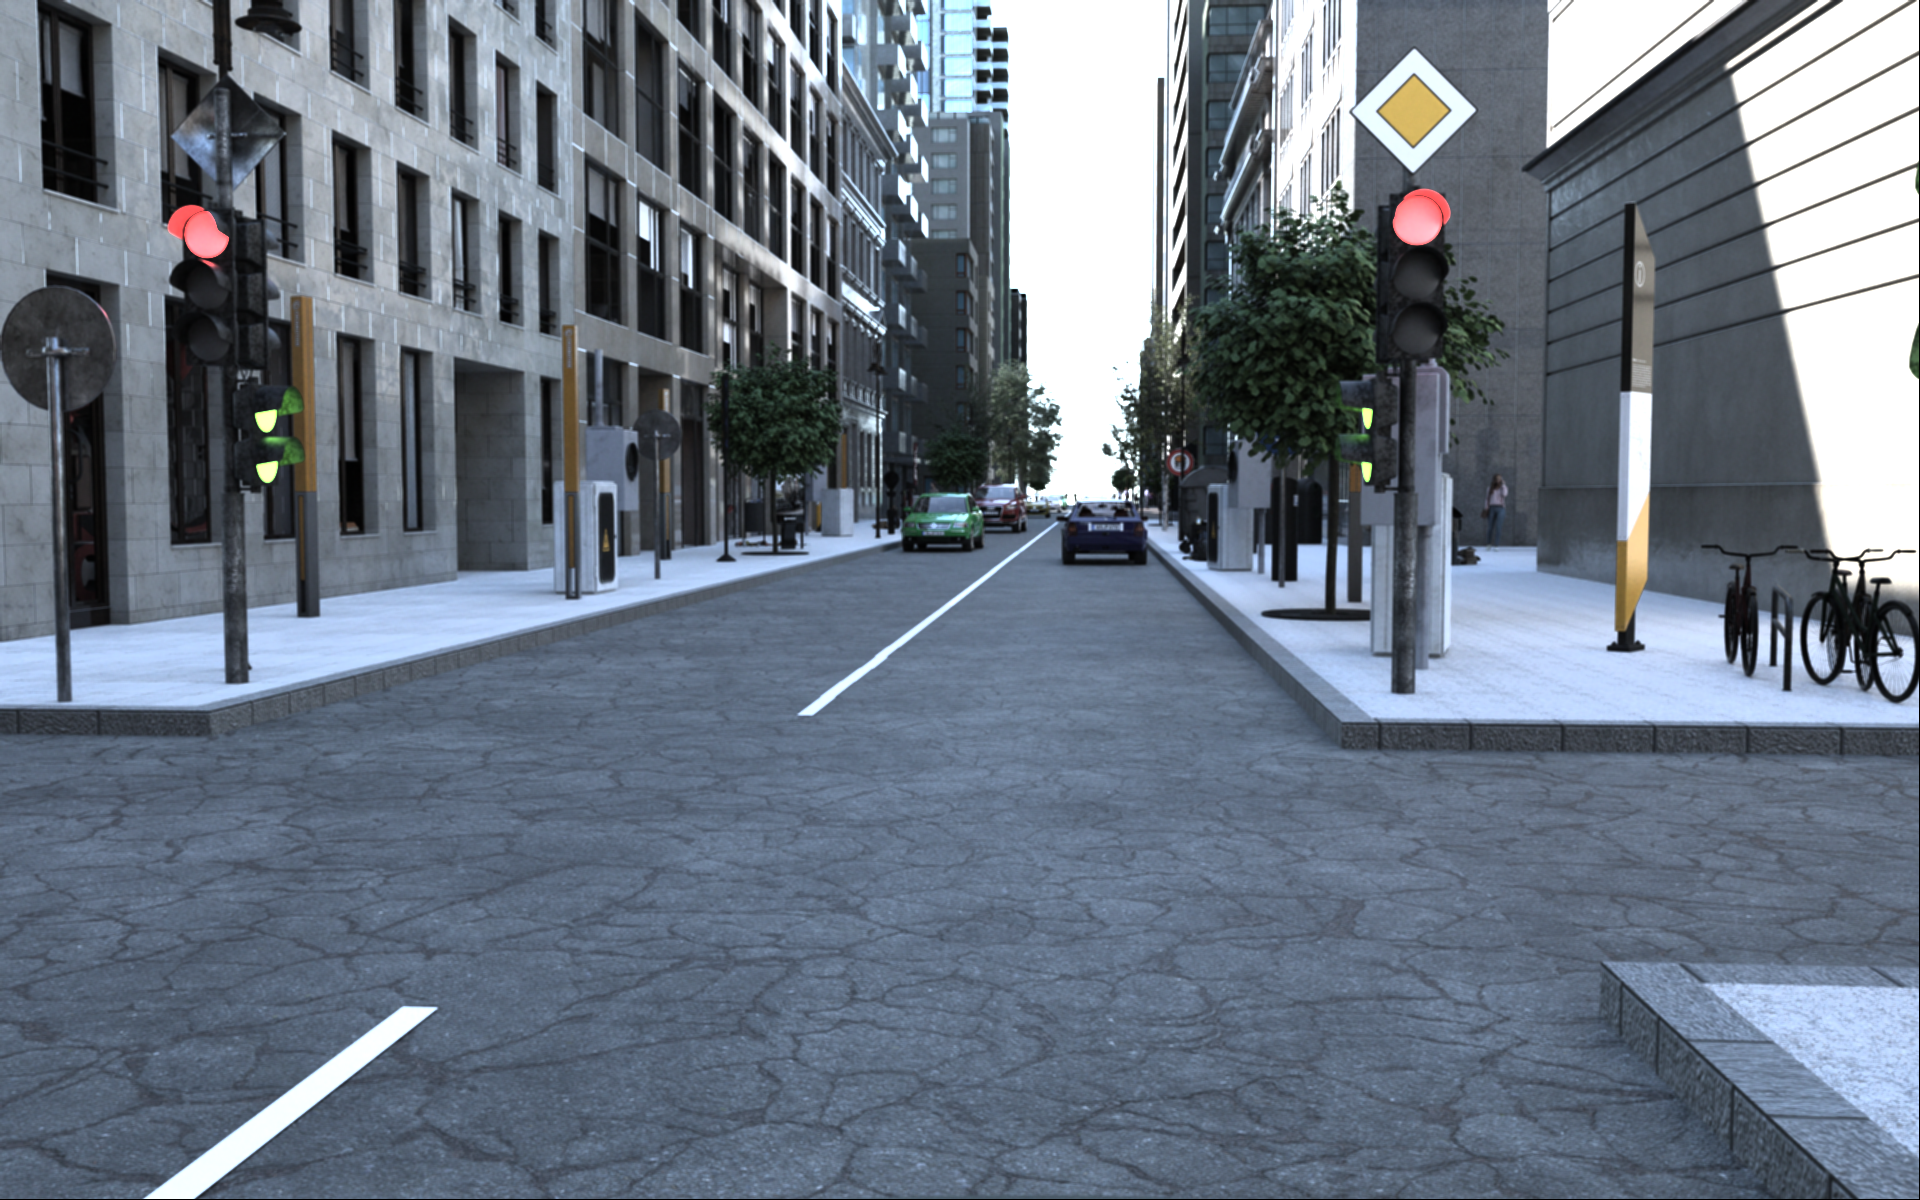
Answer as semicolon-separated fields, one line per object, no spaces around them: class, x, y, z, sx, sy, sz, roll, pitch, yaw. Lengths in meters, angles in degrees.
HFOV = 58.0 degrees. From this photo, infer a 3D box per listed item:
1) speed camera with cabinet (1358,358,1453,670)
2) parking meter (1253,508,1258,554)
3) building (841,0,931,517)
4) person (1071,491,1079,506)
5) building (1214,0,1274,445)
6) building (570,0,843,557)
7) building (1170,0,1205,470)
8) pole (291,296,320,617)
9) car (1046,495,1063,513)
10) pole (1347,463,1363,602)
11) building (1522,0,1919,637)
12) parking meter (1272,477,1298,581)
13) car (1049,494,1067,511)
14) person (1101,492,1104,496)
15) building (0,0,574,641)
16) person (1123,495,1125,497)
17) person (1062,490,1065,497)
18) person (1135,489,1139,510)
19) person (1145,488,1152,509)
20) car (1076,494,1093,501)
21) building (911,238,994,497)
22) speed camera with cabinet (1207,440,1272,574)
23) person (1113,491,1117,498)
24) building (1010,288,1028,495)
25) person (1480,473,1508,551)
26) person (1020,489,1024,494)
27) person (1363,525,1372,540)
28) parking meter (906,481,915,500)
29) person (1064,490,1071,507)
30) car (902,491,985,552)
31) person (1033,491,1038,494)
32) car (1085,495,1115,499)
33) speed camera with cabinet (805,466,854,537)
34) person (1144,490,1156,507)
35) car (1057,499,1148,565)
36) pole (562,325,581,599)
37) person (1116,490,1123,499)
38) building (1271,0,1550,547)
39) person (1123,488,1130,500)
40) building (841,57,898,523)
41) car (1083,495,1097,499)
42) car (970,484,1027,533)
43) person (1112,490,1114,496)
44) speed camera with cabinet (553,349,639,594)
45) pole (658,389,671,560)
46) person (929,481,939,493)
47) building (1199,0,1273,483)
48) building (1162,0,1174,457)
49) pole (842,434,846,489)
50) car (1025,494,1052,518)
speed camera with cabinet;3.481;-1.169;13.447;0.660;3.252;2.038;1;4;19
parking meter;6.254;-1.939;37.418;0.255;1.863;0.399;2;4;28
building;-13.763;-29.522;102.300;23.786;49.044;30.456;0;4;4
person;13.763;-12.101;206.448;1.348;1.812;0.705;2;4;34
building;18.192;-14.151;73.170;13.314;21.916;24.055;0;4;4
building;-15.319;-14.945;48.872;19.350;26.468;34.151;0;4;4
building;25.697;-30.253;118.343;21.300;48.544;21.600;0;4;4
pole;-6.804;-1.477;17.992;0.158;3.312;0.155;0;3;0
car;6.975;-7.500;134.991;2.083;1.381;4.827;0;4;4
pole;4.694;-1.631;20.517;0.158;3.312;0.155;0;3;0
building;23.191;-11.401;19.698;30.059;22.955;16.112;0;4;4
parking meter;4.805;-1.052;25.613;0.372;1.533;0.369;0;3;0
car;8.420;-8.754;151.917;1.959;1.807;4.718;0;4;6
person;17.723;-12.751;217.425;0.568;1.767;0.683;2;4;32
building;-12.831;-10.300;23.164;10.420;20.320;16.860;0;4;4
person;20.656;-12.755;214.222;0.705;1.869;1.348;3;5;45
person;10.811;-10.574;181.382;0.705;1.824;1.348;-1;4;-14
person;13.950;-7.989;137.374;0.721;1.735;1.217;1;4;14
person;16.143;-8.691;148.009;0.599;1.838;0.709;-1;4;-13
car;10.153;-7.617;136.537;2.014;1.417;4.499;0;4;5
building;-12.025;-17.595;132.716;27.650;21.520;28.899;0;4;4
speed camera with cabinet;4.602;-2.099;28.657;0.660;3.252;2.038;0;4;-5
person;19.033;-12.613;212.978;0.721;1.735;1.217;0;4;-7
building;2.127;-28.611;239.490;14.160;30.474;14.107;0;4;4
person;12.064;-1.985;39.092;0.593;1.750;0.643;2;4;25
person;5.103;-8.576;146.949;1.217;1.739;0.721;1;4;22
person;6.066;-0.902;25.061;0.475;1.303;0.640;-1;4;-9
parking meter;-2.153;-4.275;75.603;0.255;1.863;0.399;-3;5;-41
person;11.393;-10.844;185.808;1.348;1.823;0.705;-3;4;-38
car;-0.401;-2.190;44.599;1.959;1.807;4.718;0;4;6
person;8.940;-12.036;202.930;1.348;1.812;0.705;0;4;7
car;6.479;-4.132;79.920;2.083;1.381;4.827;0;4;6
speed camera with cabinet;-4.073;-3.595;53.116;0.660;3.252;2.038;-3;5;-40
person;19.345;-10.351;175.972;1.217;1.739;0.721;0;4;3
car;3.015;-1.467;36.561;1.945;1.354;3.894;0;4;3
pole;-4.720;-1.664;21.056;0.158;3.312;0.155;0;3;0
person;16.306;-10.415;177.259;0.756;1.711;0.436;0;4;5
building;16.311;-14.260;51.177;12.078;24.808;19.932;0;4;4
person;14.201;-8.696;148.096;0.709;1.838;0.599;2;4;28
building;-9.660;-14.691;76.360;11.583;22.565;21.152;0;4;4
car;7.992;-5.525;102.697;2.083;1.381;4.827;0;4;3
car;1.412;-3.484;65.631;2.281;1.827;5.304;0;4;6
person;19.800;-13.364;224.521;0.705;1.826;1.348;0;4;4
speed camera with cabinet;-4.820;-1.756;23.052;0.660;3.252;2.038;0;4;6
pole;-5.746;-2.438;33.701;0.158;3.312;0.155;0;3;0
person;-1.097;-3.696;66.811;0.599;1.781;0.374;2;4;33
building;20.978;-20.134;100.888;14.160;30.474;14.107;0;4;4
building;27.427;-36.749;142.839;21.231;58.520;28.212;0;4;4
pole;-3.931;-3.972;58.777;0.158;3.312;0.155;0;3;0
car;4.619;-5.823;105.430;2.015;1.641;3.980;0;4;5
